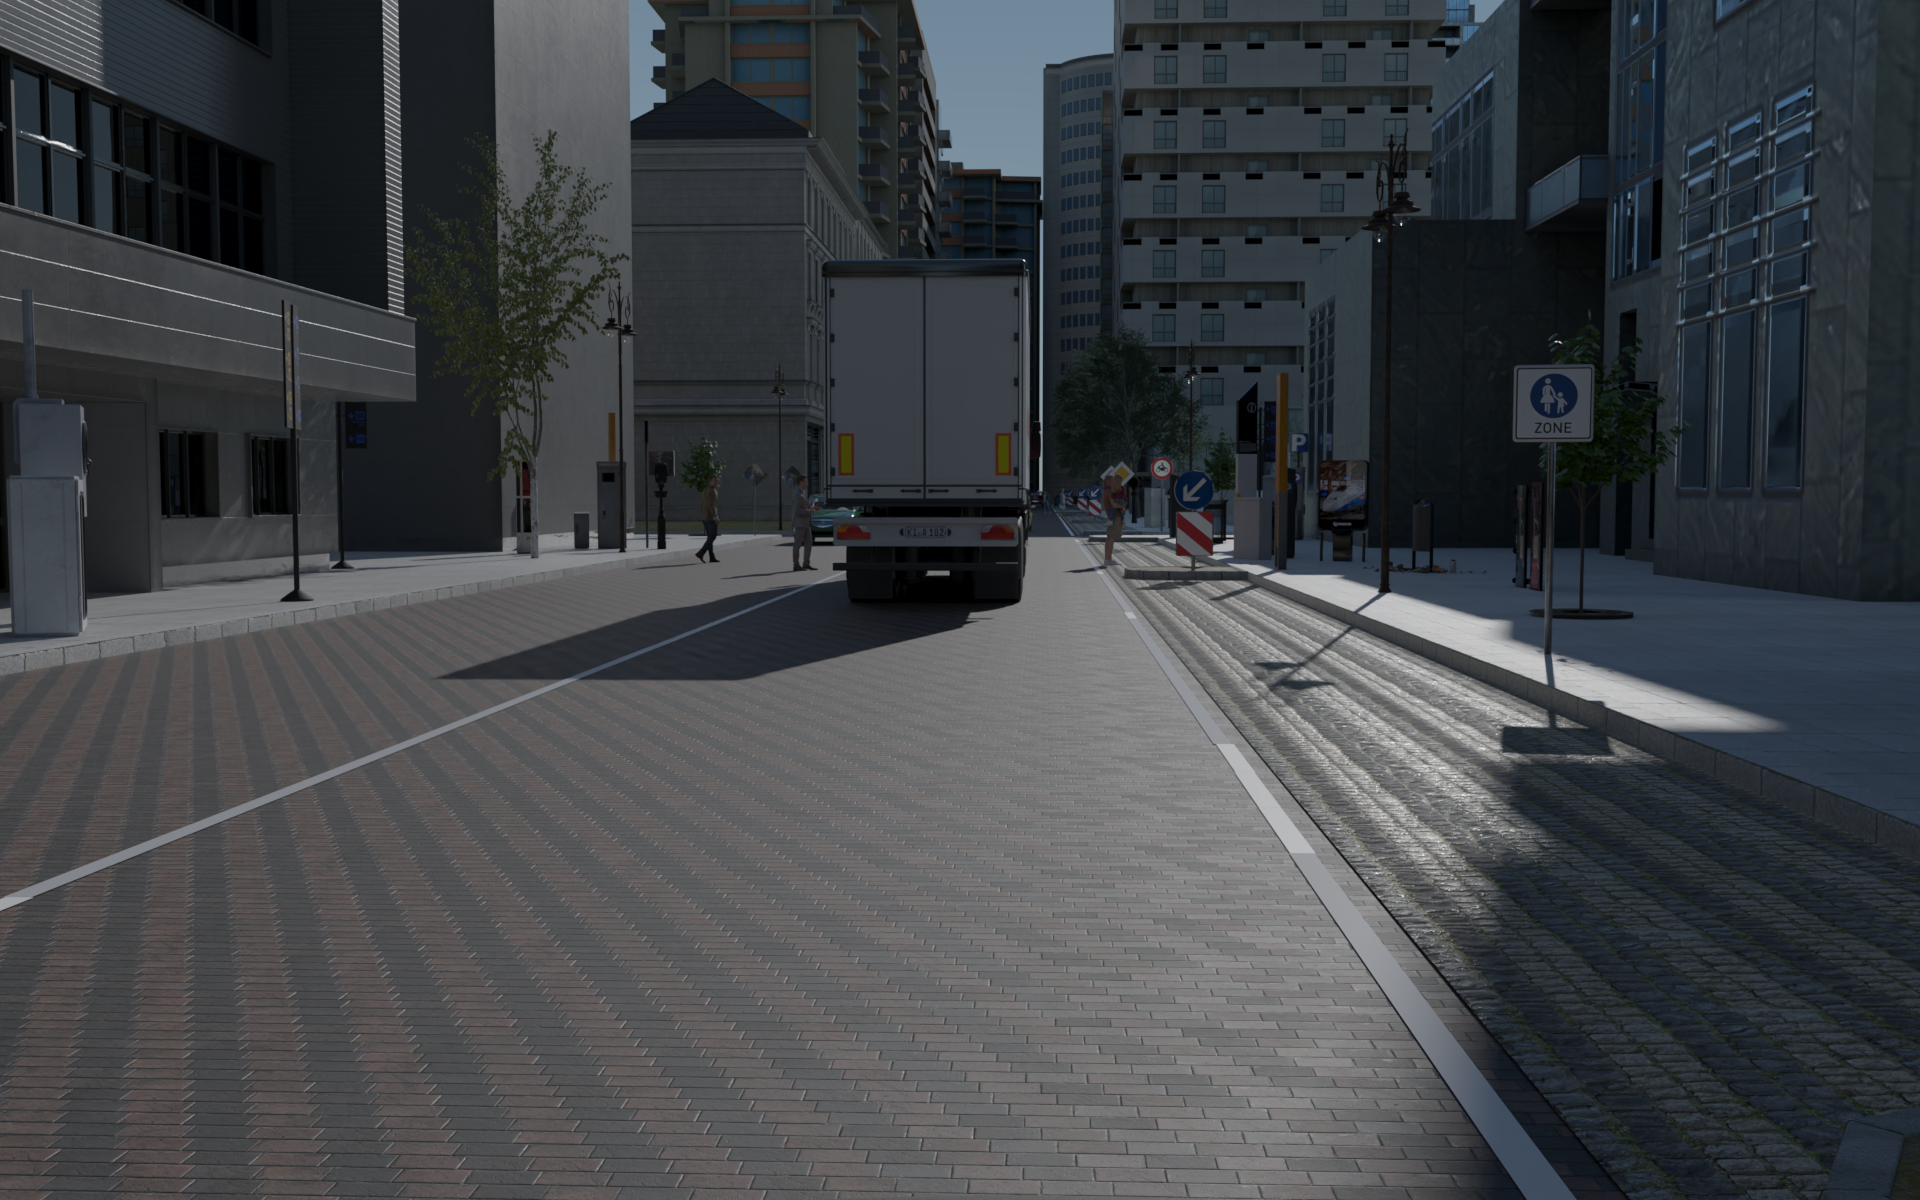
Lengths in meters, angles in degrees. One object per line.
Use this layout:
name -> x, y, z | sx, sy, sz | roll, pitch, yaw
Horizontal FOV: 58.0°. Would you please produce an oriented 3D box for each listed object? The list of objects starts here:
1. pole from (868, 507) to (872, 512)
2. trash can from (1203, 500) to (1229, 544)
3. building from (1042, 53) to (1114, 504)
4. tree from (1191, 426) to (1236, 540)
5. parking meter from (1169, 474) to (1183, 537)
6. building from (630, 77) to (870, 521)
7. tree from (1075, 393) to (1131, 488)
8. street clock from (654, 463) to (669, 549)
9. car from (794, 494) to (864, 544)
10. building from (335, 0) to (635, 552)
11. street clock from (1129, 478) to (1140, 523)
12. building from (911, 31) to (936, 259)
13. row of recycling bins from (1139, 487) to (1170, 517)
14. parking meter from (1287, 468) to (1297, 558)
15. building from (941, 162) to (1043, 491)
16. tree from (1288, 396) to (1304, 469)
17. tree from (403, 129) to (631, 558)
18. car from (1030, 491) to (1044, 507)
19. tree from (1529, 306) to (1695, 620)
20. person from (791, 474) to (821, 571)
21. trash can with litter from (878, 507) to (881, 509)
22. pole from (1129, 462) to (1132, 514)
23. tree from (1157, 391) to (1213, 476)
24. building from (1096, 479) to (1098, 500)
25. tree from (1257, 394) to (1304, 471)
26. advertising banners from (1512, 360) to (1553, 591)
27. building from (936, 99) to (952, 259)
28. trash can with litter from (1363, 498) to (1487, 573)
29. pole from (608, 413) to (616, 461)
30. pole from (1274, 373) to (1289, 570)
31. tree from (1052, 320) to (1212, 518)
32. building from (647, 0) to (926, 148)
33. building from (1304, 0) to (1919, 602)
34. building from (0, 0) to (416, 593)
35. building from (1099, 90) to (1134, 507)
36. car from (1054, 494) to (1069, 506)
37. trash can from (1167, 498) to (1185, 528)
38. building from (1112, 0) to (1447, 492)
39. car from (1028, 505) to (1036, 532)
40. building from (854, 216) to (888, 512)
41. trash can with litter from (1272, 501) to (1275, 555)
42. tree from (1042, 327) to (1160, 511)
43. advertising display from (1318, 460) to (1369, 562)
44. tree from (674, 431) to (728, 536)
pole -> -5.122, -6.393, 98.369 | 0.158, 3.312, 0.155 | 0, 3, 0
trash can -> 6.613, -2.038, 44.973 | 0.748, 1.137, 0.748 | 0, 3, 0
building -> 25.042, -42.006, 228.793 | 28.212, 58.520, 21.231 | 0, 4, 3
tree -> 7.308, -3.332, 49.078 | 1.663, 3.219, 1.824 | 0, 3, 0
parking meter -> 6.419, -2.785, 51.254 | 0.399, 1.863, 0.255 | -1, 4, -12
building -> -11.515, -14.132, 81.970 | 10.553, 20.767, 40.483 | 0, 4, 3
tree -> 10.420, -10.472, 121.575 | 4.360, 8.622, 3.978 | 0, 3, 0
street clock -> -6.948, -2.184, 40.283 | 0.358, 2.002, 0.471 | -1, 4, -18
car -> -3.763, -2.383, 50.756 | 2.131, 1.459, 4.920 | 0, 4, 2
building -> -21.680, -15.391, 45.154 | 24.014, 27.812, 14.314 | 0, 4, 3
street clock -> 7.627, -4.353, 75.745 | 0.471, 2.002, 0.358 | 2, 4, 34
building -> -13.682, -33.772, 175.870 | 21.300, 48.544, 21.600 | 0, 4, 3
row of recycling bins -> 11.578, -5.497, 96.983 | 3.534, 1.692, 1.069 | -1, 4, -20
parking meter -> 6.524, -1.769, 34.642 | 0.399, 1.863, 0.255 | 0, 4, -2
building -> -3.428, -35.273, 231.340 | 28.867, 44.769, 22.147 | 0, 4, 3
tree -> 24.655, -10.552, 122.888 | 4.737, 8.622, 4.395 | 0, 3, 0
tree -> -8.729, -5.134, 34.307 | 4.737, 8.622, 4.395 | 0, 3, 0
car -> 8.636, -11.564, 197.746 | 2.281, 1.827, 5.304 | 0, 4, 3
tree -> 6.424, -1.430, 17.980 | 1.663, 3.219, 1.824 | 0, 3, 0
person -> -2.876, -1.448, 32.373 | 0.583, 1.804, 0.606 | 0, 3, 0
trash can with litter -> -4.581, -5.291, 97.893 | 0.624, 1.170, 1.055 | 0, 4, 5
pole -> 10.953, -7.179, 111.218 | 0.158, 3.312, 0.155 | 0, 3, 0
tree -> 15.000, -10.183, 116.855 | 4.737, 8.622, 4.395 | 0, 3, 0
building -> 31.834, -30.910, 197.253 | 32.217, 40.220, 23.993 | 0, 4, 3
tree -> 22.678, -10.874, 128.151 | 4.360, 8.622, 3.978 | 0, 3, 0
advertising banners -> 7.676, -1.640, 23.001 | 0.090, 3.025, 2.074 | 0, 4, 3
building -> -16.348, -35.531, 200.533 | 30.456, 49.044, 23.786 | 0, 4, 3
trash can with litter -> 7.578, -1.088, 28.843 | 1.678, 1.210, 2.233 | -1, 4, -19
pole -> -8.731, -3.037, 43.502 | 0.158, 3.312, 0.155 | 0, 3, 0
pole -> 5.433, -2.167, 29.267 | 0.158, 3.312, 0.155 | 0, 3, 0
tree -> 9.404, -9.663, 92.403 | 8.767, 10.594, 7.601 | -1, 4, -21
building -> -14.485, -30.333, 150.575 | 22.147, 44.769, 28.867 | 0, 4, 3
building -> 20.598, -44.056, 32.991 | 22.319, 86.520, 31.000 | 0, 4, 3
building -> -16.644, -11.910, 13.792 | 14.314, 24.678, 30.058 | 0, 4, 3
building -> 21.391, -30.281, 178.695 | 14.154, 41.232, 14.086 | 0, 4, 3
car -> 11.921, -11.679, 202.950 | 2.014, 1.417, 4.499 | 0, 4, 3
trash can -> 7.798, -3.099, 62.320 | 0.748, 1.137, 0.748 | 0, 3, 0
building -> 27.778, -34.717, 156.863 | 28.713, 52.752, 27.495 | 0, 4, 3
car -> 1.889, -3.460, 66.791 | 2.015, 1.641, 3.980 | 0, 4, 4
building -> -10.371, -16.100, 112.381 | 9.793, 20.994, 18.267 | 0, 4, 3
trash can with litter -> 6.671, -1.550, 36.723 | 0.624, 1.170, 1.055 | -1, 4, -14
tree -> 10.769, -13.856, 133.203 | 9.857, 13.997, 8.962 | 0, 3, 0
advertising display -> 7.277, -1.693, 32.896 | 0.974, 1.923, 0.123 | 2, 4, 34
tree -> -7.976, -3.576, 53.062 | 1.663, 3.219, 1.824 | 0, 3, 0
